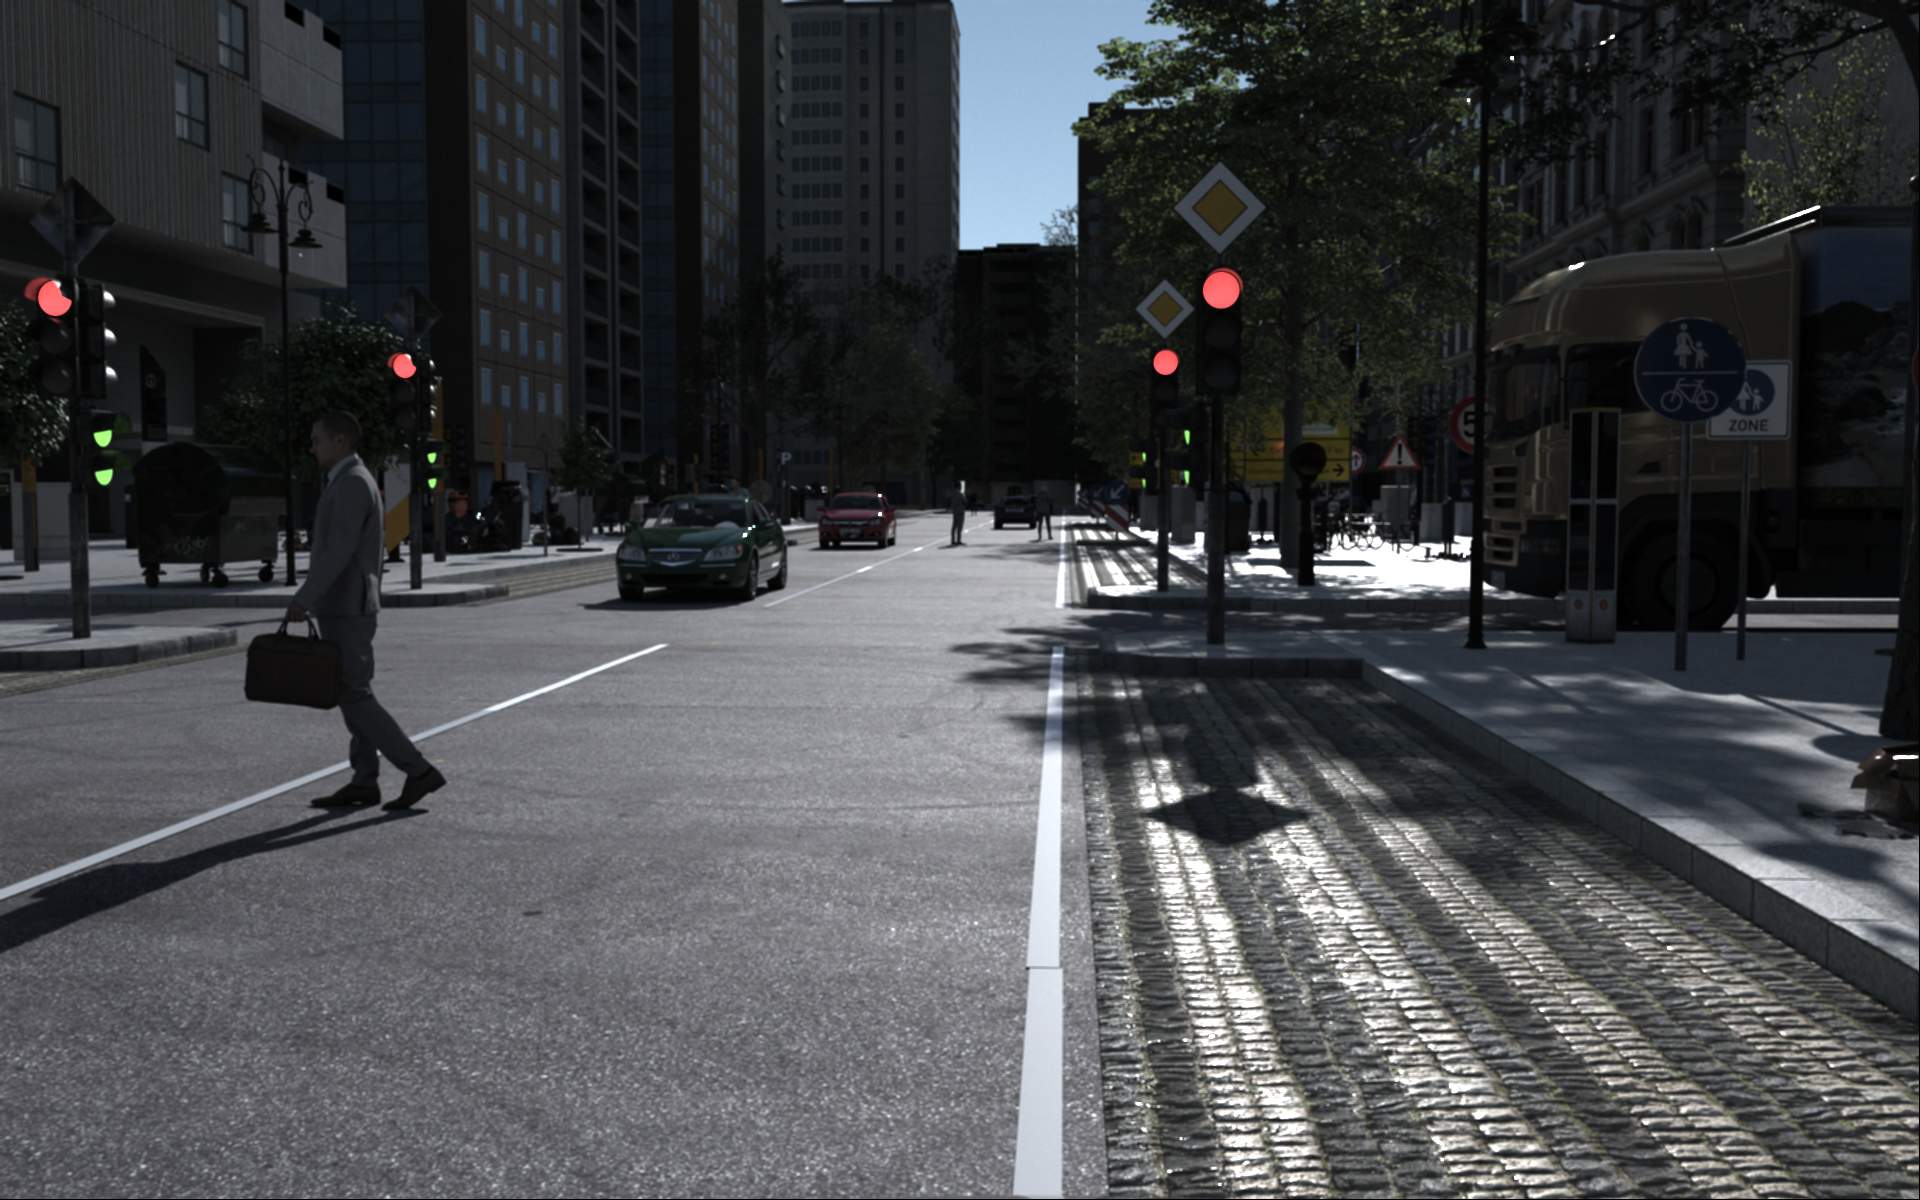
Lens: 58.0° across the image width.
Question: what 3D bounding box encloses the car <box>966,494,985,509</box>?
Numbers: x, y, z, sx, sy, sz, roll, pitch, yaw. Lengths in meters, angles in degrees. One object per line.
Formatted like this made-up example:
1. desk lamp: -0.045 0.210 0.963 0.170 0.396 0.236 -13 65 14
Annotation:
1. car: 1.513 -9.782 168.734 1.959 1.807 4.718 0 4 3

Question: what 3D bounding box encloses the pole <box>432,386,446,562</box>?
1. pole: -9.867 -2.380 32.761 0.158 3.312 0.155 0 3 0

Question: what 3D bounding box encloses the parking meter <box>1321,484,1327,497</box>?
1. parking meter: 20.478 -5.598 97.233 0.399 1.863 0.255 2 4 25

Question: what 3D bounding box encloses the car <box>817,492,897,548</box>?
1. car: -2.759 -2.326 47.065 2.155 1.783 4.494 0 4 3

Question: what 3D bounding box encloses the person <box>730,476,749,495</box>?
1. person: -4.607 -1.724 36.715 0.660 1.820 0.620 3 4 36

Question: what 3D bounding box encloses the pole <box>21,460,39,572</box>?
1. pole: -15.397 -2.128 28.635 0.158 3.312 0.155 0 3 0

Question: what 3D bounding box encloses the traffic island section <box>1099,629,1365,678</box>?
1. traffic island section: 2.213 0.454 14.862 2.009 0.180 2.903 0 4 3

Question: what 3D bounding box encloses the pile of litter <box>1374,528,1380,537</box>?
1. pile of litter: 13.052 -2.346 52.319 1.719 0.858 1.176 0 4 -4

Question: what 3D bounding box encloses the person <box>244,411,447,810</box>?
1. person: -2.808 0.043 7.918 0.853 1.813 0.709 -1 4 -19

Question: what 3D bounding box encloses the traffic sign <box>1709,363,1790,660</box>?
1. traffic sign: 6.037 -0.685 13.324 0.606 2.300 0.079 1 4 9

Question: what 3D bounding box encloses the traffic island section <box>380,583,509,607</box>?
1. traffic island section: -7.378 -0.071 23.444 2.009 0.180 2.903 0 4 3

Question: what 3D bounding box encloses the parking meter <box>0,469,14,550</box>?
1. parking meter: -21.952 -2.091 39.895 0.255 1.863 0.399 -1 4 -15

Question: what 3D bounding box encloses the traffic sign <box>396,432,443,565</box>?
1. traffic sign: -9.523 -1.864 30.484 0.884 2.594 0.081 1 4 10

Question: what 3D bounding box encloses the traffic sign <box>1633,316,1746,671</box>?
1. traffic sign: 5.243 -0.760 12.525 0.768 2.556 0.104 1 4 9

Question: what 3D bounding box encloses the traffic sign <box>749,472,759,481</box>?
1. traffic sign: -9.431 -4.747 79.743 0.606 2.300 0.079 0 4 7

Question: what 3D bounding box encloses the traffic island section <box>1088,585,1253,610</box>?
1. traffic island section: 2.695 -0.034 22.832 2.009 0.180 2.903 0 4 3

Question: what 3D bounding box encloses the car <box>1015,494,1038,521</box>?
1. car: 3.599 -5.129 93.638 2.009 1.686 4.222 0 4 5

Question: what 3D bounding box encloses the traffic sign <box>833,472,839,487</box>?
1. traffic sign: -6.959 -6.016 98.467 0.768 2.556 0.104 0 4 5

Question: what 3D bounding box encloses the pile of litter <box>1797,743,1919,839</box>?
1. pile of litter: 4.143 0.434 6.864 1.719 0.858 1.176 0 3 0

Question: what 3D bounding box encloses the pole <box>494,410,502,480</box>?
1. pole: -11.167 -2.938 41.881 0.158 3.312 0.155 0 3 0

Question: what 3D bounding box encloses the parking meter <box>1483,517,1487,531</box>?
1. parking meter: 12.359 -2.133 40.581 0.255 1.863 0.399 -2 4 -30

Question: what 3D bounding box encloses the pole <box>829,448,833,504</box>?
1. pole: -5.669 -5.041 76.258 0.158 3.312 0.155 0 3 0

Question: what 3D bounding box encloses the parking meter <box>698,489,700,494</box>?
1. parking meter: -14.142 -5.182 93.141 0.372 1.533 0.369 0 3 0

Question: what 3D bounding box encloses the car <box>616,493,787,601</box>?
1. car: -3.613 -0.798 24.840 2.131 1.459 4.920 0 4 3

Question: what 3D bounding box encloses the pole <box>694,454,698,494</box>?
1. pole: -13.536 -5.814 88.899 0.158 3.312 0.155 0 3 0

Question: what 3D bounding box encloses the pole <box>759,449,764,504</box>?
1. pole: -8.930 -5.132 77.757 0.158 3.312 0.155 0 3 0

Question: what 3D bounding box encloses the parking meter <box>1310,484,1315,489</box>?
1. parking meter: 16.997 -4.786 83.959 0.399 1.863 0.255 2 4 28

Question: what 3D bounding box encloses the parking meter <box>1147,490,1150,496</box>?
1. parking meter: 9.077 -4.779 83.854 0.255 1.863 0.399 0 4 5

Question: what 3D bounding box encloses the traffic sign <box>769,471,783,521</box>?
1. traffic sign: -8.272 -4.630 77.834 0.606 2.300 0.079 0 4 6

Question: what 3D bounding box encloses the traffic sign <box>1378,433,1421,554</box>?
1. traffic sign: 9.389 -2.265 37.035 0.884 2.594 0.081 0 4 8

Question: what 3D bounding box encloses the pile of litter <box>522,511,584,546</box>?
1. pile of litter: -10.286 -1.814 43.627 1.719 0.858 1.176 -1 4 -22

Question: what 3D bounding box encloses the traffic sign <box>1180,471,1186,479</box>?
1. traffic sign: 6.669 -2.949 50.342 0.606 2.300 0.079 1 4 8

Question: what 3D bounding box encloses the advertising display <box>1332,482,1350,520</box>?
1. advertising display: 18.633 -4.847 84.467 0.974 1.923 0.123 0 4 6

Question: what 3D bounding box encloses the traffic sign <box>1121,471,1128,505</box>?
1. traffic sign: 9.090 -5.775 94.424 0.884 2.594 0.081 0 4 6

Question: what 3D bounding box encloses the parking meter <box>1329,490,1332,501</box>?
1. parking meter: 20.818 -5.402 96.739 0.372 1.533 0.369 0 3 0

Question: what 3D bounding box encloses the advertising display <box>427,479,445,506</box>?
1. advertising display: -19.038 -3.532 62.963 0.123 1.923 0.974 1 4 16

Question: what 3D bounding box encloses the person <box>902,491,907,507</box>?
1. person: -5.765 -10.461 180.464 0.541 1.710 0.530 1 4 15

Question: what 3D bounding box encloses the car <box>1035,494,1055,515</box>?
1. car: 5.672 -6.859 121.934 2.009 1.686 4.222 0 4 3

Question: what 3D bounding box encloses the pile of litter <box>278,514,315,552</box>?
1. pile of litter: -14.851 -1.552 39.334 1.176 0.858 1.719 3 5 41

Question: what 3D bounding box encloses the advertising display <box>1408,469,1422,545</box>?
1. advertising display: 11.498 -2.358 43.769 0.123 1.923 0.974 0 4 3

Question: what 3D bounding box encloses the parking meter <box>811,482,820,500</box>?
1. parking meter: -7.069 -4.822 84.548 0.399 1.863 0.255 2 4 32

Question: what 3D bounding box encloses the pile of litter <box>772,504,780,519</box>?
1. pile of litter: -9.501 -4.603 89.226 1.176 0.858 1.719 -1 4 -11

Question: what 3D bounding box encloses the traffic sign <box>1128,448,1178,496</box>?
1. traffic sign: 8.625 -5.103 77.305 2.265 3.308 0.079 1 4 11

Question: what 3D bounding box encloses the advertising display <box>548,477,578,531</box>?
1. advertising display: -13.690 -3.337 59.769 0.974 1.923 0.123 -1 4 -10

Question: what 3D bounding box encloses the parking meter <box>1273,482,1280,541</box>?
1. parking meter: 8.652 -2.514 46.809 0.255 1.863 0.399 -1 4 -9

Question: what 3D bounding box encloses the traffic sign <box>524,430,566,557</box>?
1. traffic sign: -8.490 -2.167 35.427 0.884 2.594 0.081 1 4 8

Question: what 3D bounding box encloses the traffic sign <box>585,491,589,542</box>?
1. traffic sign: -10.034 -2.840 46.539 0.768 2.556 0.104 1 4 12

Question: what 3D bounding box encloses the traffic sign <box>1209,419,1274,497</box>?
1. traffic sign: 7.899 -3.256 47.110 2.265 3.308 0.079 0 4 4

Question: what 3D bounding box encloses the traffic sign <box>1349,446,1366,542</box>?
1. traffic sign: 10.461 -2.828 46.336 0.768 2.556 0.104 0 4 6

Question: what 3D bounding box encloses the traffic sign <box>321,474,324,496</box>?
1. traffic sign: -12.109 -2.013 32.908 0.884 2.594 0.081 1 4 11

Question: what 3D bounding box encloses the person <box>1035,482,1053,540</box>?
1. person: 2.628 -2.805 54.544 0.537 1.800 0.526 2 4 34

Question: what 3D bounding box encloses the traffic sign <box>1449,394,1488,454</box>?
1. traffic sign: 6.614 -1.347 22.123 0.768 2.556 0.104 0 4 6

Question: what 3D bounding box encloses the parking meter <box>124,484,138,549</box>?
1. parking meter: -19.362 -1.968 40.593 0.372 1.533 0.369 0 3 0

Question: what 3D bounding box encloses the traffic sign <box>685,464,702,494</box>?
1. traffic sign: -9.002 -3.453 58.579 0.606 2.300 0.079 1 4 13

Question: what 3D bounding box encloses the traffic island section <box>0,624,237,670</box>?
1. traffic island section: -7.860 0.416 15.473 2.009 0.180 2.903 0 4 3

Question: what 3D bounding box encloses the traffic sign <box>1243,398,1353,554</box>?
1. traffic sign: 7.164 -2.625 36.796 2.265 3.308 0.079 1 4 11

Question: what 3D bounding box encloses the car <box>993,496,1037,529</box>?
1. car: 2.350 -3.677 72.704 1.945 1.354 3.894 0 4 4

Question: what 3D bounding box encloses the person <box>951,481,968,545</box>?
1. person: 0.002 -2.446 48.665 0.511 1.800 0.466 3 5 42

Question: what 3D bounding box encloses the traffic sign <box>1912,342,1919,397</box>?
1. traffic sign: 7.093 -0.742 12.233 0.768 2.556 0.104 1 4 10

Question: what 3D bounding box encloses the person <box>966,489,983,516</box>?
1. person: 0.903 -6.470 114.798 1.217 1.766 0.721 1 4 12
